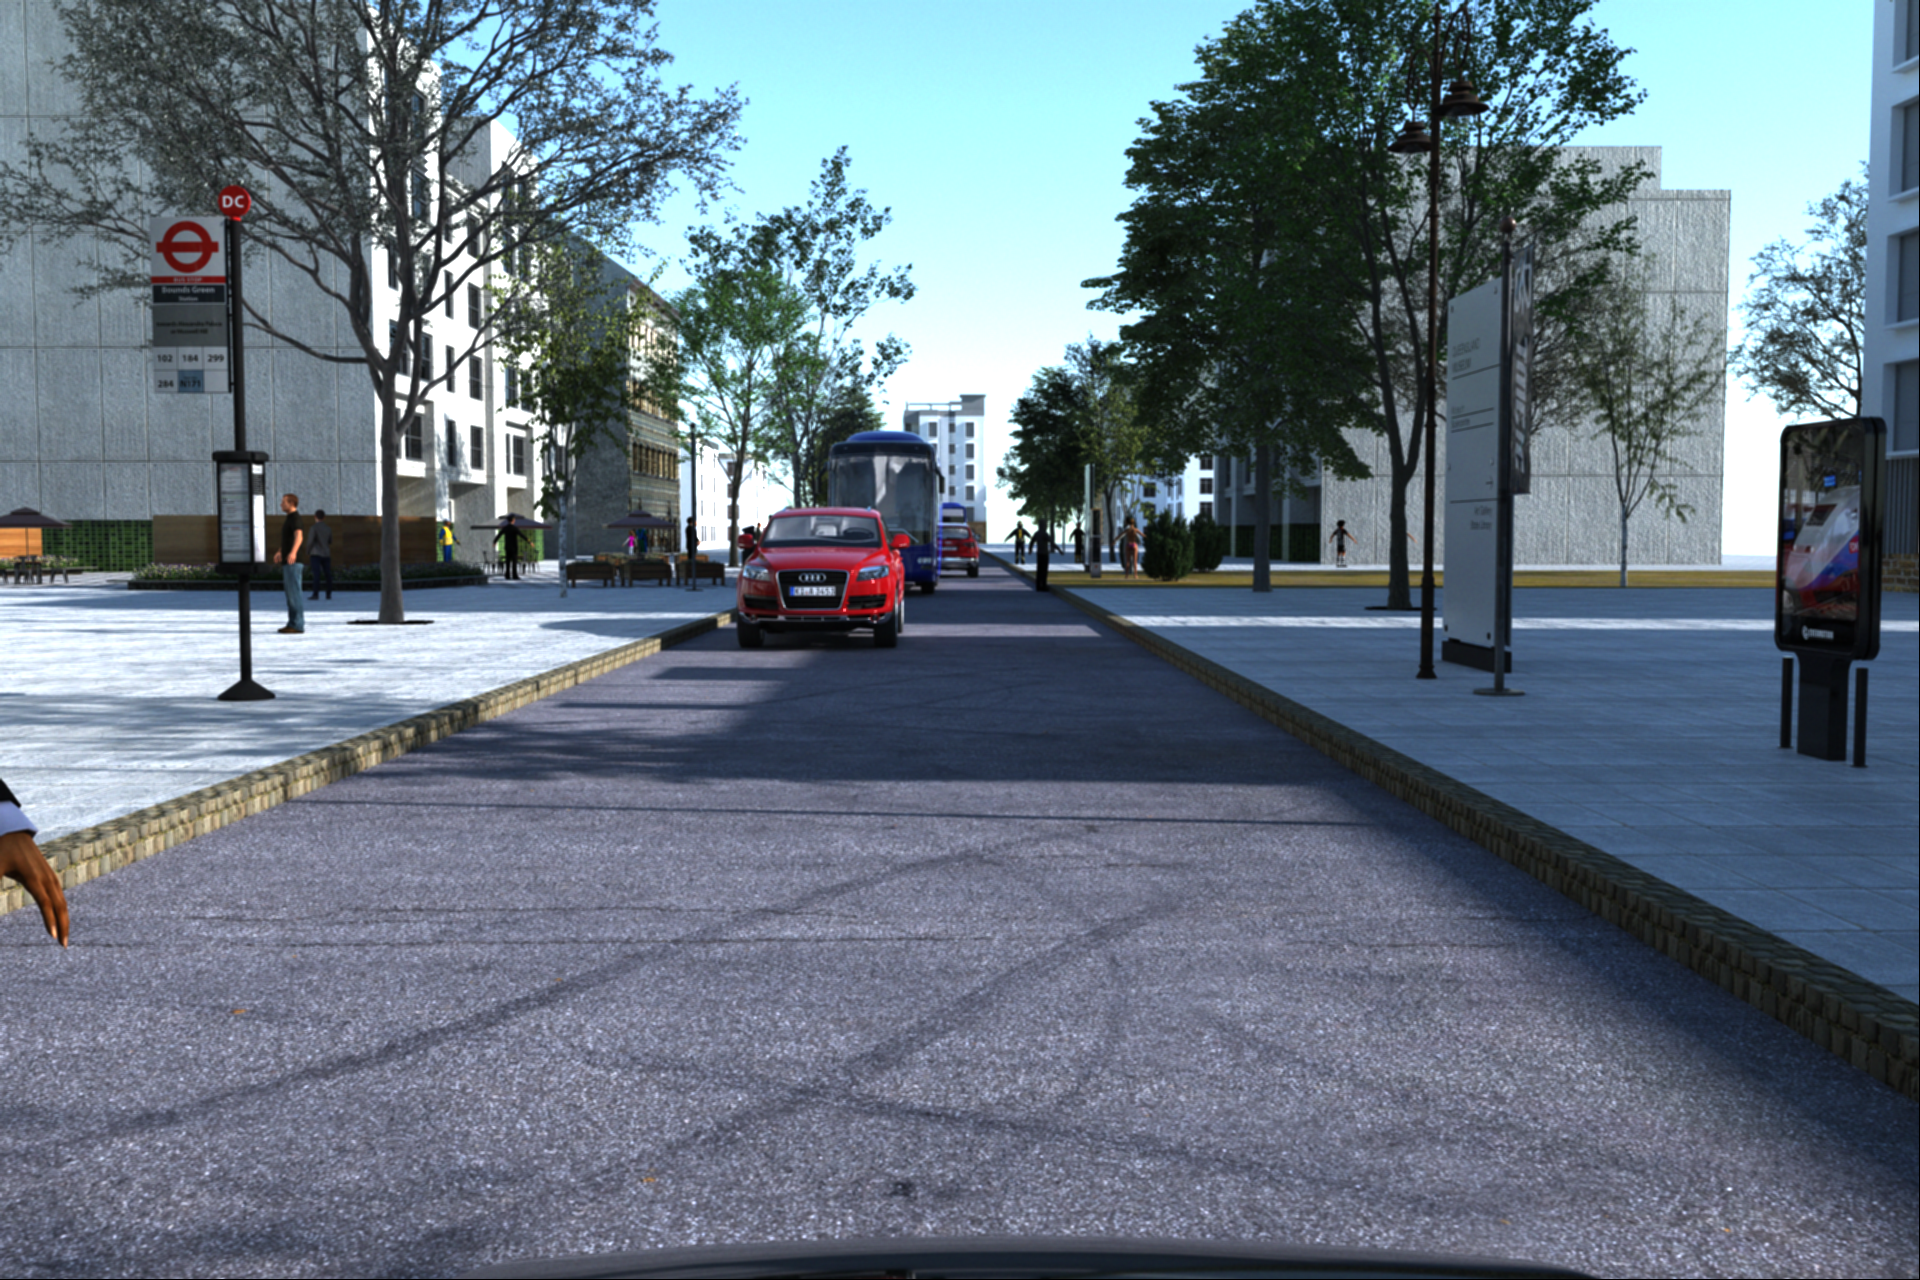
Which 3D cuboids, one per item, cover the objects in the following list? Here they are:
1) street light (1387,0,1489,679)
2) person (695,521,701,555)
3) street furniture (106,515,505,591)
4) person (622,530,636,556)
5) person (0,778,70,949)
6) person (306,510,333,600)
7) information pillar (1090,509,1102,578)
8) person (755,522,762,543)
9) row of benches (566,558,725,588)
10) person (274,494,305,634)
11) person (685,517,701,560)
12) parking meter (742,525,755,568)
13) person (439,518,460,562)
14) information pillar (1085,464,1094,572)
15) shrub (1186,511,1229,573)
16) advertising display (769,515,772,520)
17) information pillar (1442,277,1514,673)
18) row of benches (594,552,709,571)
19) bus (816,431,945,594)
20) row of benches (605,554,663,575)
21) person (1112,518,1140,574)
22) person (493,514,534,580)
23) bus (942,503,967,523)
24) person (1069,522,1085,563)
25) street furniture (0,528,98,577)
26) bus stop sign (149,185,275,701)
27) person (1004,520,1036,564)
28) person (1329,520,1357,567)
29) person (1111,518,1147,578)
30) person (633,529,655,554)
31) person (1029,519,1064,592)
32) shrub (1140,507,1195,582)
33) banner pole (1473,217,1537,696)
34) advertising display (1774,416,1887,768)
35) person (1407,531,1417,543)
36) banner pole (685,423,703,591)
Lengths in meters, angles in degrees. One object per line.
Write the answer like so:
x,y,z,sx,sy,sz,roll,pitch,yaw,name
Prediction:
4.153,-2.596,15.240,0.468,5.910,1.993,0,4,-1,street light
-9.961,-3.598,65.053,0.704,1.802,1.346,-1,4,-19,person
-15.418,-2.103,41.231,11.010,1.723,9.812,0,4,7,street furniture
-13.512,-3.763,70.785,0.599,1.433,0.991,1,4,22,person
-1.728,0.433,2.093,1.216,1.740,0.721,-1,4,-13,person
-12.661,-1.683,34.093,0.617,1.759,0.750,-3,5,-42,person
3.961,-2.814,50.503,0.304,2.012,0.304,0,4,0,information pillar
-8.594,-4.161,74.305,0.705,1.796,1.348,-2,4,-25,person
-7.825,-1.664,42.665,4.104,0.672,1.422,-2,4,-31,row of benches
-8.677,-0.992,22.429,0.705,1.803,1.348,-2,4,-29,person
-8.171,-2.854,52.845,0.705,1.806,1.347,-1,4,-21,person
-5.967,-2.475,48.871,0.372,1.533,0.369,0,3,0,parking meter
-17.535,-3.263,59.325,0.705,1.833,1.349,1,4,11,person
4.378,-4.115,58.599,0.184,3.620,1.656,0,4,-1,information pillar
7.925,-3.219,56.667,1.661,2.075,1.752,0,3,0,shrub
-6.351,-3.264,58.588,0.123,1.923,0.974,0,4,1,advertising display
4.994,-1.552,16.692,0.184,3.620,1.656,0,4,-1,information pillar
-10.793,-2.733,60.151,4.104,0.672,1.422,-2,4,-26,row of benches
-1.784,-3.258,44.821,2.896,3.916,12.251,0,3,0,bus
-9.961,-2.296,53.010,1.422,0.672,4.104,-2,4,-28,row of benches
5.395,-3.025,55.646,1.347,1.806,0.705,-3,5,-44,person
-12.612,-2.619,48.752,1.347,1.837,0.705,1,4,20,person
-0.818,-8.841,136.095,2.896,3.916,12.251,0,4,0,bus
5.283,-4.319,76.750,1.346,1.812,0.704,-3,5,-40,person
-31.369,-2.754,51.883,11.010,1.723,9.812,1,4,8,street furniture
-5.775,-1.508,13.366,0.855,3.939,0.416,0,4,0,bus stop sign
2.536,-4.128,73.272,1.354,1.856,0.705,0,4,5,person
14.805,-3.733,67.176,0.704,1.843,1.345,-3,4,-37,person
4.983,-2.661,50.305,1.217,1.733,0.721,0,4,8,person
-14.242,-4.380,77.733,1.347,1.817,0.704,3,4,36,person
2.084,-2.116,43.184,0.705,1.813,1.348,-2,4,-35,person
5.612,-2.595,46.843,1.690,2.028,1.600,0,3,0,shrub
4.324,-1.439,13.542,0.401,3.779,0.863,0,4,-1,banner pole
4.959,-0.288,9.916,0.123,1.923,0.974,0,4,0,advertising display
18.082,-3.971,70.784,0.705,1.847,1.347,-2,4,-35,person
-6.025,-3.017,39.344,0.401,3.779,0.863,0,4,-1,banner pole
